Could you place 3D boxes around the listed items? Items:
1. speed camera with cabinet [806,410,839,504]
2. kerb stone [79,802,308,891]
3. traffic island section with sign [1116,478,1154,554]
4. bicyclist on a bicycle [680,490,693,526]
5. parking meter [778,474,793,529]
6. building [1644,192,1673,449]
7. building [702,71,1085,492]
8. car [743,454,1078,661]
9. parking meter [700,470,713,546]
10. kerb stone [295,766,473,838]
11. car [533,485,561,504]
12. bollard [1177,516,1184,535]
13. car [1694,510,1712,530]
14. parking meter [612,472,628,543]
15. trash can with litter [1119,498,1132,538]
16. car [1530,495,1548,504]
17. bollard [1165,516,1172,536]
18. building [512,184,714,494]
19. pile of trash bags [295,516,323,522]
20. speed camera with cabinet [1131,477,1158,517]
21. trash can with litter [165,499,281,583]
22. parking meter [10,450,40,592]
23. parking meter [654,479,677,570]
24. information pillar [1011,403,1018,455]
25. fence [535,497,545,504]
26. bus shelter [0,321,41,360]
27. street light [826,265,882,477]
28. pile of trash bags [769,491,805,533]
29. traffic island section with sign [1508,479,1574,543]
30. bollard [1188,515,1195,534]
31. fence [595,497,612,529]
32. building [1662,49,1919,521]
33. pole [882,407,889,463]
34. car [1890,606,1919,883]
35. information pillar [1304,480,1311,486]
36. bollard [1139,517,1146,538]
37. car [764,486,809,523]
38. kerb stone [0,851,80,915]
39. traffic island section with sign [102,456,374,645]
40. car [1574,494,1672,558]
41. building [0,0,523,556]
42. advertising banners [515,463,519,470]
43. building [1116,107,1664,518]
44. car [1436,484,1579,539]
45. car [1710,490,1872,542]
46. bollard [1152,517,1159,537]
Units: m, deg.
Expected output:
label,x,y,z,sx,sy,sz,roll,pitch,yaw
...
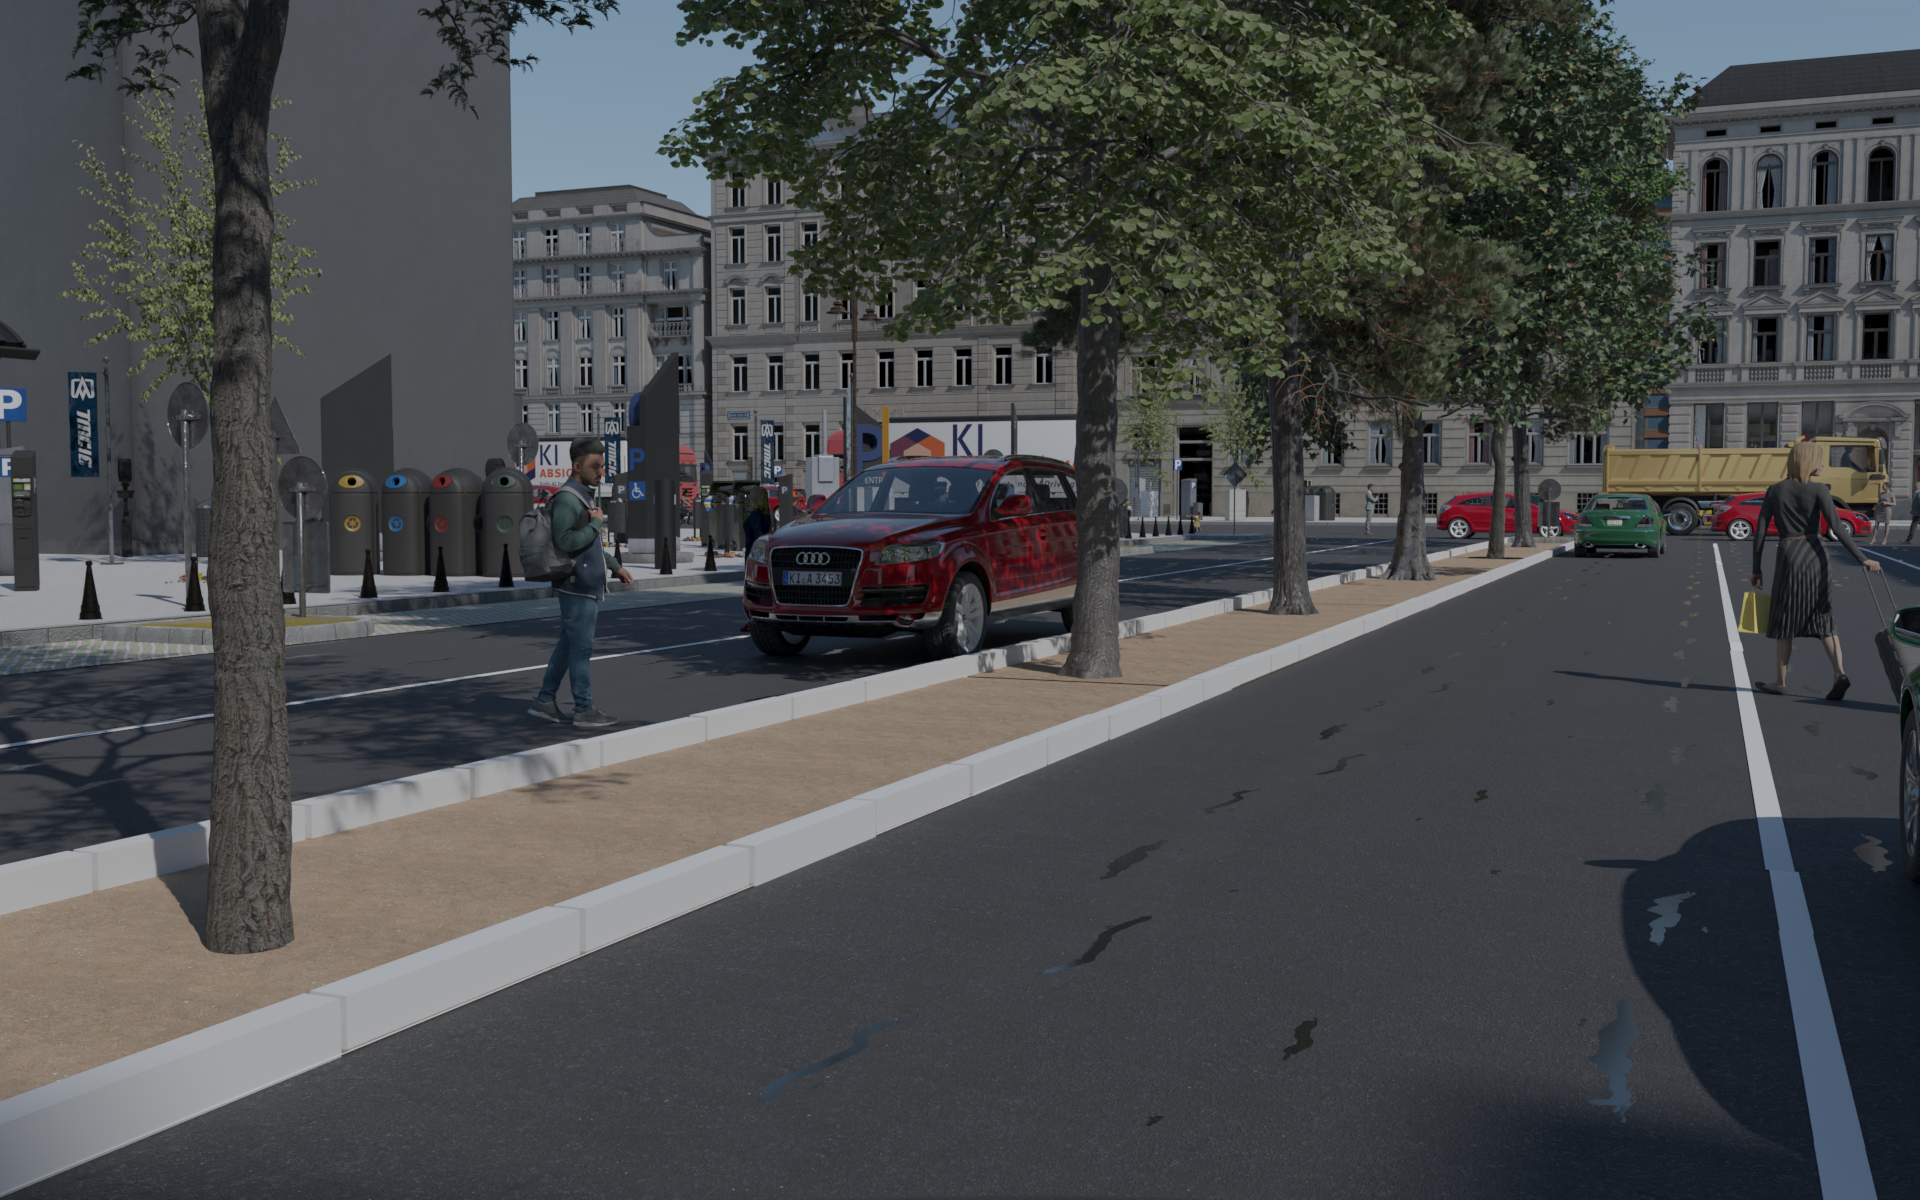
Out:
label,x,y,z,sx,sy,sz,roll,pitch,yaw
speed camera with cabinet,-2.612,-2.868,41.229,2.038,3.252,0.660,-1,4,-21
kerb stone,-2.947,0.950,6.690,0.120,0.150,1.000,2,4,23
traffic island section with sign,3.628,-2.044,42.053,1.989,1.847,2.006,2,4,23
bicyclist on a bicycle,-11.888,-3.998,75.384,1.625,1.676,1.499,1,4,22
parking meter,-5.025,-2.701,49.871,0.399,1.863,0.255,1,4,12
building,96.974,-36.146,245.614,28.867,44.769,22.147,2,4,23
building,-2.339,-19.086,109.326,25.104,27.353,12.463,2,4,23
car,-0.127,-0.484,16.585,2.281,1.827,5.304,2,4,25
parking meter,-6.204,-2.247,42.458,0.255,1.863,0.399,0,4,0
kerb stone,-2.534,0.891,7.634,0.120,0.150,1.000,2,4,23
car,-18.558,-4.020,74.403,5.304,1.827,2.281,2,4,23
bollard,6.947,-2.358,54.600,0.229,0.601,0.229,0,3,0
car,31.043,-3.667,70.174,3.980,1.641,2.015,1,4,23
parking meter,-8.860,-2.412,45.152,0.399,1.863,0.255,-1,4,-22
trash can with litter,4.481,-2.397,50.578,1.055,1.170,0.624,0,4,-1
car,22.033,-3.706,70.387,4.222,1.686,2.009,1,4,23
bollard,6.423,-2.283,53.366,0.229,0.601,0.229,0,3,0
building,-24.663,-17.002,119.780,24.055,21.916,13.314,2,4,23
pile of trash bags,-12.833,-1.700,37.543,1.912,1.369,3.447,1,4,23
speed camera with cabinet,10.359,-6.286,97.109,0.660,3.252,2.038,-2,4,-25
trash can with litter,-10.673,-0.902,25.813,2.233,1.210,1.678,-2,4,-27
parking meter,-12.365,-1.052,22.908,0.255,1.863,0.399,-1,4,-20
parking meter,-5.034,-1.294,29.564,0.372,1.533,0.369,0,3,0
information pillar,1.391,-3.257,44.613,0.183,3.616,0.504,1,4,13
fence,-31.205,-7.429,132.675,2.264,1.192,0.480,-2,4,-24
bus shelter,-12.143,-1.412,17.003,2.014,3.302,5.546,1,4,23
street light,-2.102,-3.778,34.560,0.468,5.910,1.993,2,4,23
pile of trash bags,-6.007,-2.970,58.316,1.912,1.369,3.447,0,4,8
traffic island section with sign,17.296,-2.623,51.029,2.006,1.907,1.989,2,4,23
bollard,7.475,-2.433,55.827,0.229,0.601,0.229,0,3,0
fence,-12.380,-2.982,59.955,2.264,1.192,0.480,0,4,4
building,46.176,-15.843,87.918,19.941,23.489,11.050,2,4,23
pole,-1.731,-2.850,40.441,0.158,3.312,0.155,0,3,0
car,3.827,0.430,4.769,2.131,1.459,4.920,1,4,22
information pillar,17.916,-5.192,89.385,0.304,2.012,0.304,-3,4,-37
bollard,5.368,-2.133,50.913,0.229,0.601,0.229,0,3,0
car,-9.971,-4.833,87.698,5.304,1.827,2.281,1,4,21
kerb stone,-3.351,1.006,5.747,0.120,0.150,1.000,2,4,23
traffic island section with sign,-7.029,-0.530,17.286,1.989,1.847,2.006,2,4,23
car,15.475,-1.756,40.506,2.131,1.459,4.920,2,4,25
building,-25.241,-15.459,46.267,24.014,27.812,14.314,2,4,23
advertising banners,-14.128,-3.476,53.017,2.074,3.025,0.090,2,4,25
building,24.374,-16.344,100.501,30.059,22.955,16.112,2,4,23
car,17.490,-2.818,55.110,4.494,1.783,2.155,2,4,24
car,25.428,-2.690,53.023,4.494,1.783,2.155,1,4,21
bollard,5.891,-2.208,52.142,0.229,0.601,0.229,0,3,0
